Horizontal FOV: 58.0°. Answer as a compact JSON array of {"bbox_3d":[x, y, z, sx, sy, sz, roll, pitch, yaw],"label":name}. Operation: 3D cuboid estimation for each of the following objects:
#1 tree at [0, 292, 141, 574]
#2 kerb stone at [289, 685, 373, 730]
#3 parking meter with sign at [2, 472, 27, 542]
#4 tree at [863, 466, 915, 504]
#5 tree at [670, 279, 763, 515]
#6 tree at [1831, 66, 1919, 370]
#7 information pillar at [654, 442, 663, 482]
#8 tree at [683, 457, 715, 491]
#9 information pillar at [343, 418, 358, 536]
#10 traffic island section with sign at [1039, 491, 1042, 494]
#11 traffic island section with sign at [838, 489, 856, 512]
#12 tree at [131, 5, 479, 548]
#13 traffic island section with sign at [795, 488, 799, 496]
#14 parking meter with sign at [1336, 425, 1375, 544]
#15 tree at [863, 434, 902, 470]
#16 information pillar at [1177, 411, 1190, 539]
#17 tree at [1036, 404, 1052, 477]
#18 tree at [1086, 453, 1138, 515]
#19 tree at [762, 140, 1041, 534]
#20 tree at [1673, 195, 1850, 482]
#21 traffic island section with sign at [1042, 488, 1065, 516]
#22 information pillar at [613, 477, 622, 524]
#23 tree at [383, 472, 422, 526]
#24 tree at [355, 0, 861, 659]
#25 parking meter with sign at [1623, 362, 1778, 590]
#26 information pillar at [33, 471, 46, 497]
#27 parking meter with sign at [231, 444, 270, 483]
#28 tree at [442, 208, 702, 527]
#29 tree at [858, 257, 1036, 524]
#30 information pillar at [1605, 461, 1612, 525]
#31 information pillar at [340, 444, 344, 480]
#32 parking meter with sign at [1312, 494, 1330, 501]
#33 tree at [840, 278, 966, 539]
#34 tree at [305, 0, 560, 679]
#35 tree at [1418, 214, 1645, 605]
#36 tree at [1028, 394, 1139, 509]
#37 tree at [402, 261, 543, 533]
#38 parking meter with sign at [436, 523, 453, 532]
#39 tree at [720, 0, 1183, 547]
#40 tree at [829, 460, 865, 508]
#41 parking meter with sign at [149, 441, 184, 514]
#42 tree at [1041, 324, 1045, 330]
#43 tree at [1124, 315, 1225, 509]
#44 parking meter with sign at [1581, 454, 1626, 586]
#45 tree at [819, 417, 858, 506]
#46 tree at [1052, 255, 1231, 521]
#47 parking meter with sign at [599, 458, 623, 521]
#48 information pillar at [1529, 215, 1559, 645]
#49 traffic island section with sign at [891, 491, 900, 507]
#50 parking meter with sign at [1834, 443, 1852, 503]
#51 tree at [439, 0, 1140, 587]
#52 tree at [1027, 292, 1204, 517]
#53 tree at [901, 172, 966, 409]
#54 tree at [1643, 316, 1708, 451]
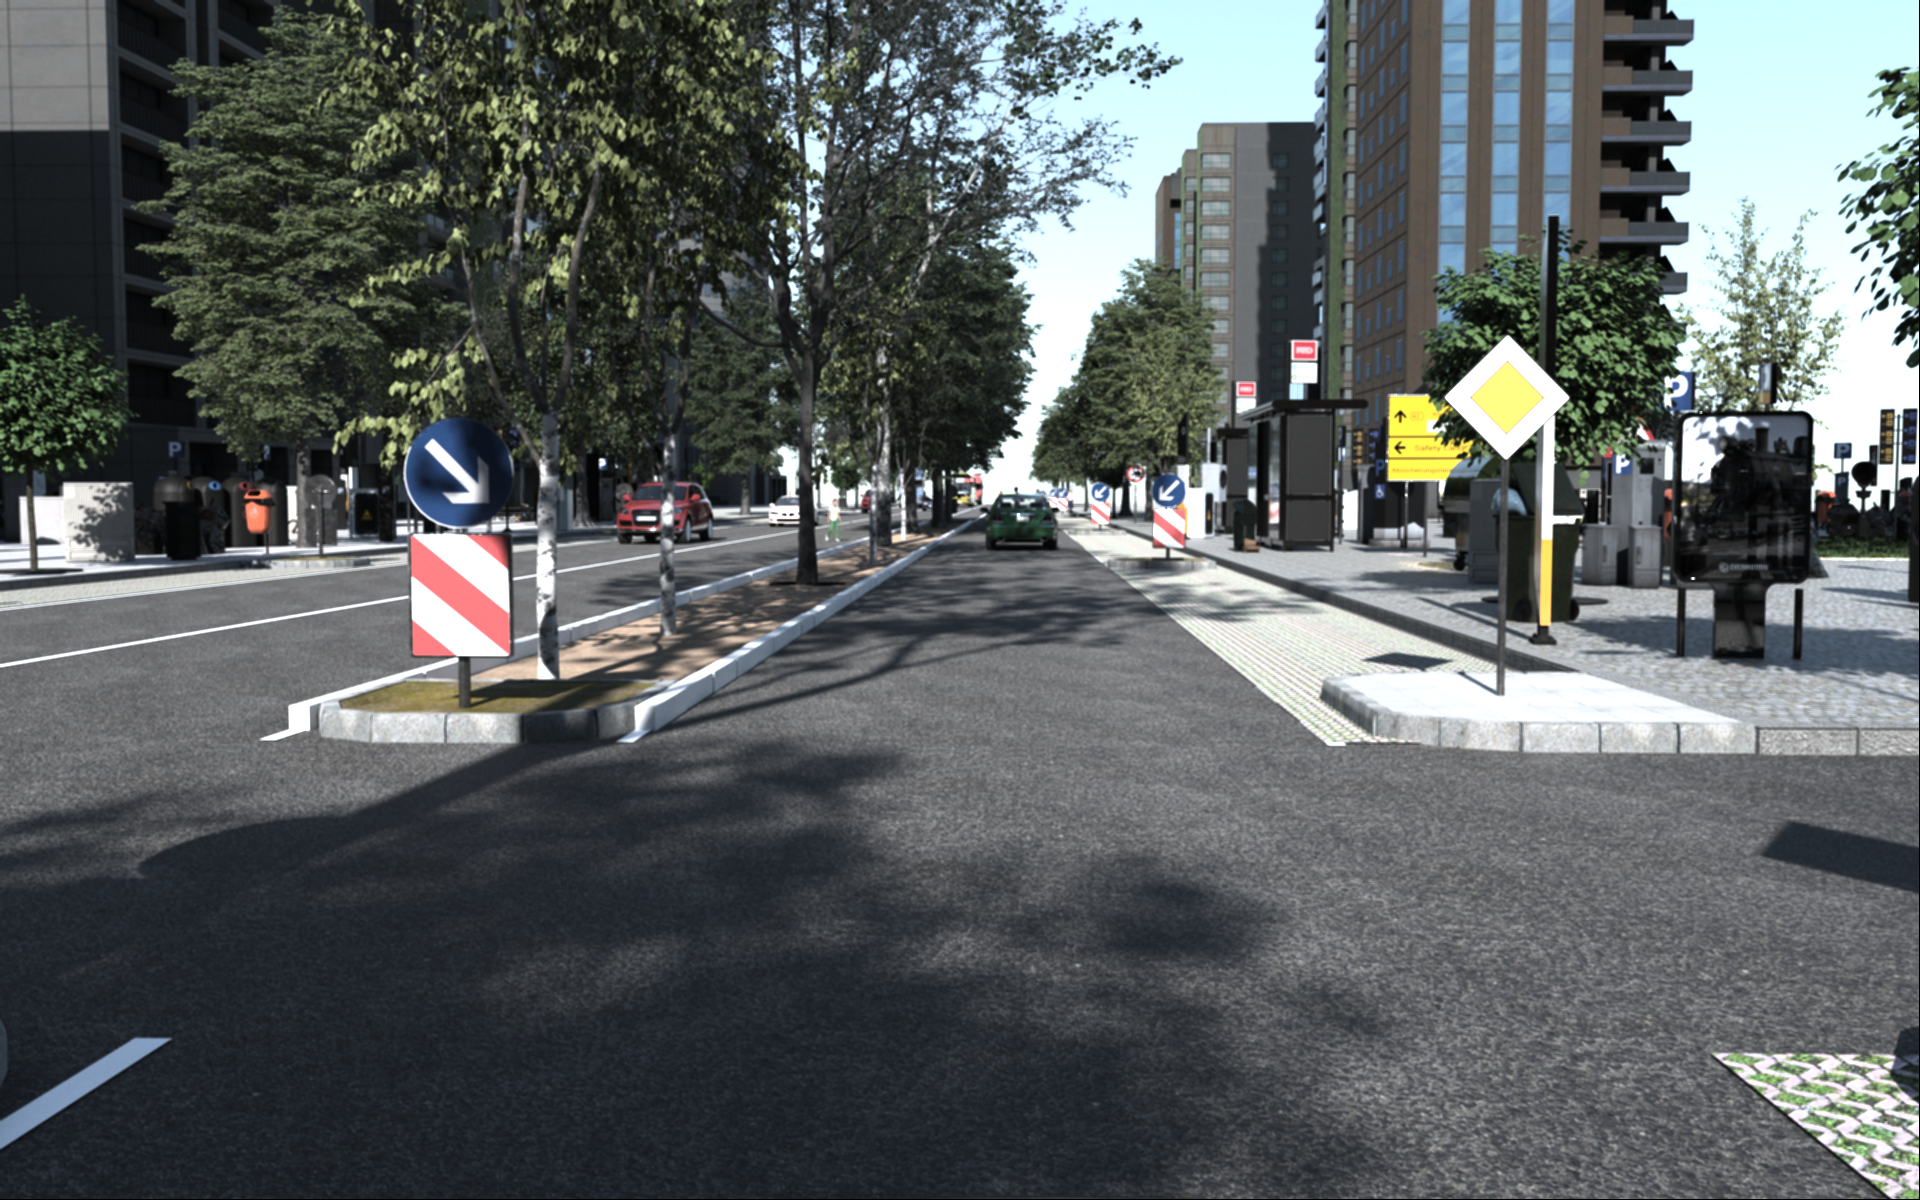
[{"bbox_3d":[-15.293,-2.735,28.438,4.285,4.588,4.351,0,3,0],"label":"tree"},{"bbox_3d":[-3.989,0.685,10.997,0.120,0.150,1.000,0,4,2],"label":"kerb stone"},{"bbox_3d":[-25.136,-3.054,46.202,1.738,3.016,0.543,-2,4,-28],"label":"parking meter with sign"},{"bbox_3d":[-9.061,-19.412,234.397,9.611,12.733,9.660,0,3,0],"label":"tree"},{"bbox_3d":[-12.969,-12.077,104.109,9.857,13.997,8.962,0,3,0],"label":"tree"},{"bbox_3d":[6.675,-1.584,9.607,4.285,4.588,4.351,0,3,0],"label":"tree"},{"bbox_3d":[-13.553,-5.290,77.846,0.504,3.616,0.183,3,4,36],"label":"information pillar"},{"bbox_3d":[-13.818,-5.923,91.445,1.663,3.219,1.824,0,3,0],"label":"tree"},{"bbox_3d":[-18.766,-3.806,53.576,0.183,3.616,0.504,0,4,3],"label":"information pillar"},{"bbox_3d":[7.339,-7.905,137.878,1.989,1.847,2.006,0,4,2],"label":"traffic island section with sign"},{"bbox_3d":[-9.341,-7.910,137.955,1.989,1.847,2.006,0,4,2],"label":"traffic island section with sign"},{"bbox_3d":[-15.299,-7.498,40.719,7.486,12.596,7.792,0,3,0],"label":"tree"},{"bbox_3d":[-10.229,-6.259,110.967,1.989,1.847,2.006,0,4,2],"label":"traffic island section with sign"},{"bbox_3d":[10.558,-2.935,44.253,1.738,3.016,0.543,0,4,-1],"label":"parking meter with sign"},{"bbox_3d":[-9.227,-16.346,201.675,8.767,10.594,7.601,2,4,29],"label":"tree"},{"bbox_3d":[6.323,-3.531,49.079,0.183,3.616,0.504,-2,4,-23],"label":"information pillar"},{"bbox_3d":[11.215,-16.068,180.841,7.486,12.596,7.792,0,3,0],"label":"tree"},{"bbox_3d":[9.684,-7.632,108.502,4.285,4.588,4.351,0,3,0],"label":"tree"},{"bbox_3d":[-1.766,-9.332,61.686,9.857,13.997,8.962,0,3,0],"label":"tree"},{"bbox_3d":[19.658,-5.622,42.289,4.737,8.622,4.395,0,3,0],"label":"tree"},{"bbox_3d":[6.438,-6.258,110.938,1.989,1.847,2.006,0,4,2],"label":"traffic island section with sign"},{"bbox_3d":[-14.910,-4.340,75.456,0.304,2.012,0.304,-2,4,-34],"label":"information pillar"},{"bbox_3d":[-22.519,-4.671,70.979,1.663,3.219,1.824,0,3,0],"label":"tree"},{"bbox_3d":[-2.984,-3.955,17.491,4.737,8.622,4.395,0,3,0],"label":"tree"},{"bbox_3d":[9.967,-1.655,23.318,1.738,3.016,0.543,1,4,9],"label":"parking meter with sign"},{"bbox_3d":[-30.534,-4.033,57.294,0.183,3.616,0.504,3,5,41],"label":"information pillar"},{"bbox_3d":[-25.250,-3.961,61.016,1.738,3.016,0.543,0,4,2],"label":"parking meter with sign"},{"bbox_3d":[-14.701,-9.172,66.972,9.611,12.733,9.660,0,3,0],"label":"tree"},{"bbox_3d":[-0.468,-9.858,81.758,7.486,12.596,7.792,0,3,0],"label":"tree"},{"bbox_3d":[14.682,-2.098,38.793,0.304,2.012,0.304,-1,4,-12],"label":"information pillar"},{"bbox_3d":[-26.002,-5.001,73.115,0.504,3.616,0.183,3,5,44],"label":"information pillar"},{"bbox_3d":[13.402,-4.170,64.438,1.738,3.016,0.543,3,5,40],"label":"parking meter with sign"},{"bbox_3d":[-1.774,-6.212,54.386,4.360,8.622,3.978,0,3,0],"label":"tree"},{"bbox_3d":[-3.045,-3.660,12.663,4.737,8.622,4.395,0,3,0],"label":"tree"},{"bbox_3d":[6.919,-2.247,20.453,4.285,4.588,4.351,0,3,0],"label":"tree"},{"bbox_3d":[10.961,-13.176,149.841,8.767,10.594,7.601,-1,4,-18],"label":"tree"},{"bbox_3d":[-15.059,-6.359,54.340,4.360,8.622,3.978,0,3,0],"label":"tree"},{"bbox_3d":[-17.769,-3.868,59.507,0.543,3.016,1.738,0,4,-3],"label":"parking meter with sign"},{"bbox_3d":[-0.868,-11.437,45.349,12.611,20.169,13.585,0,3,0],"label":"tree"},{"bbox_3d":[-10.758,-11.034,164.125,4.285,4.588,4.351,0,3,0],"label":"tree"},{"bbox_3d":[-25.793,-3.670,56.260,0.543,3.016,1.738,0,4,-2],"label":"parking meter with sign"},{"bbox_3d":[-0.882,-10.022,72.970,9.857,13.997,8.962,0,3,0],"label":"tree"},{"bbox_3d":[8.505,-7.386,71.123,4.737,8.622,4.395,0,3,0],"label":"tree"},{"bbox_3d":[9.581,-1.729,24.536,1.738,3.016,0.543,-2,4,-30],"label":"parking meter with sign"},{"bbox_3d":[-11.129,-16.042,180.405,7.486,12.596,7.792,0,3,0],"label":"tree"},{"bbox_3d":[9.407,-10.073,82.813,7.486,12.596,7.792,0,3,0],"label":"tree"},{"bbox_3d":[-16.741,-5.221,81.624,0.543,3.016,1.738,3,5,44],"label":"parking meter with sign"},{"bbox_3d":[5.024,-1.437,14.856,0.183,3.616,0.504,1,4,11],"label":"information pillar"},{"bbox_3d":[-7.519,-11.287,193.176,1.989,1.847,2.006,0,4,2],"label":"traffic island section with sign"},{"bbox_3d":[29.475,-3.773,57.944,0.543,3.016,1.738,2,4,28],"label":"parking meter with sign"},{"bbox_3d":[-2.423,-6.977,26.903,12.009,13.543,11.850,0,3,0],"label":"tree"},{"bbox_3d":[9.569,-11.100,98.485,9.611,12.733,9.660,0,3,0],"label":"tree"},{"bbox_3d":[-1.826,-5.071,35.724,4.737,8.622,4.395,0,3,0],"label":"tree"},{"bbox_3d":[28.788,-7.450,72.169,4.360,8.622,3.978,0,3,0],"label":"tree"}]
